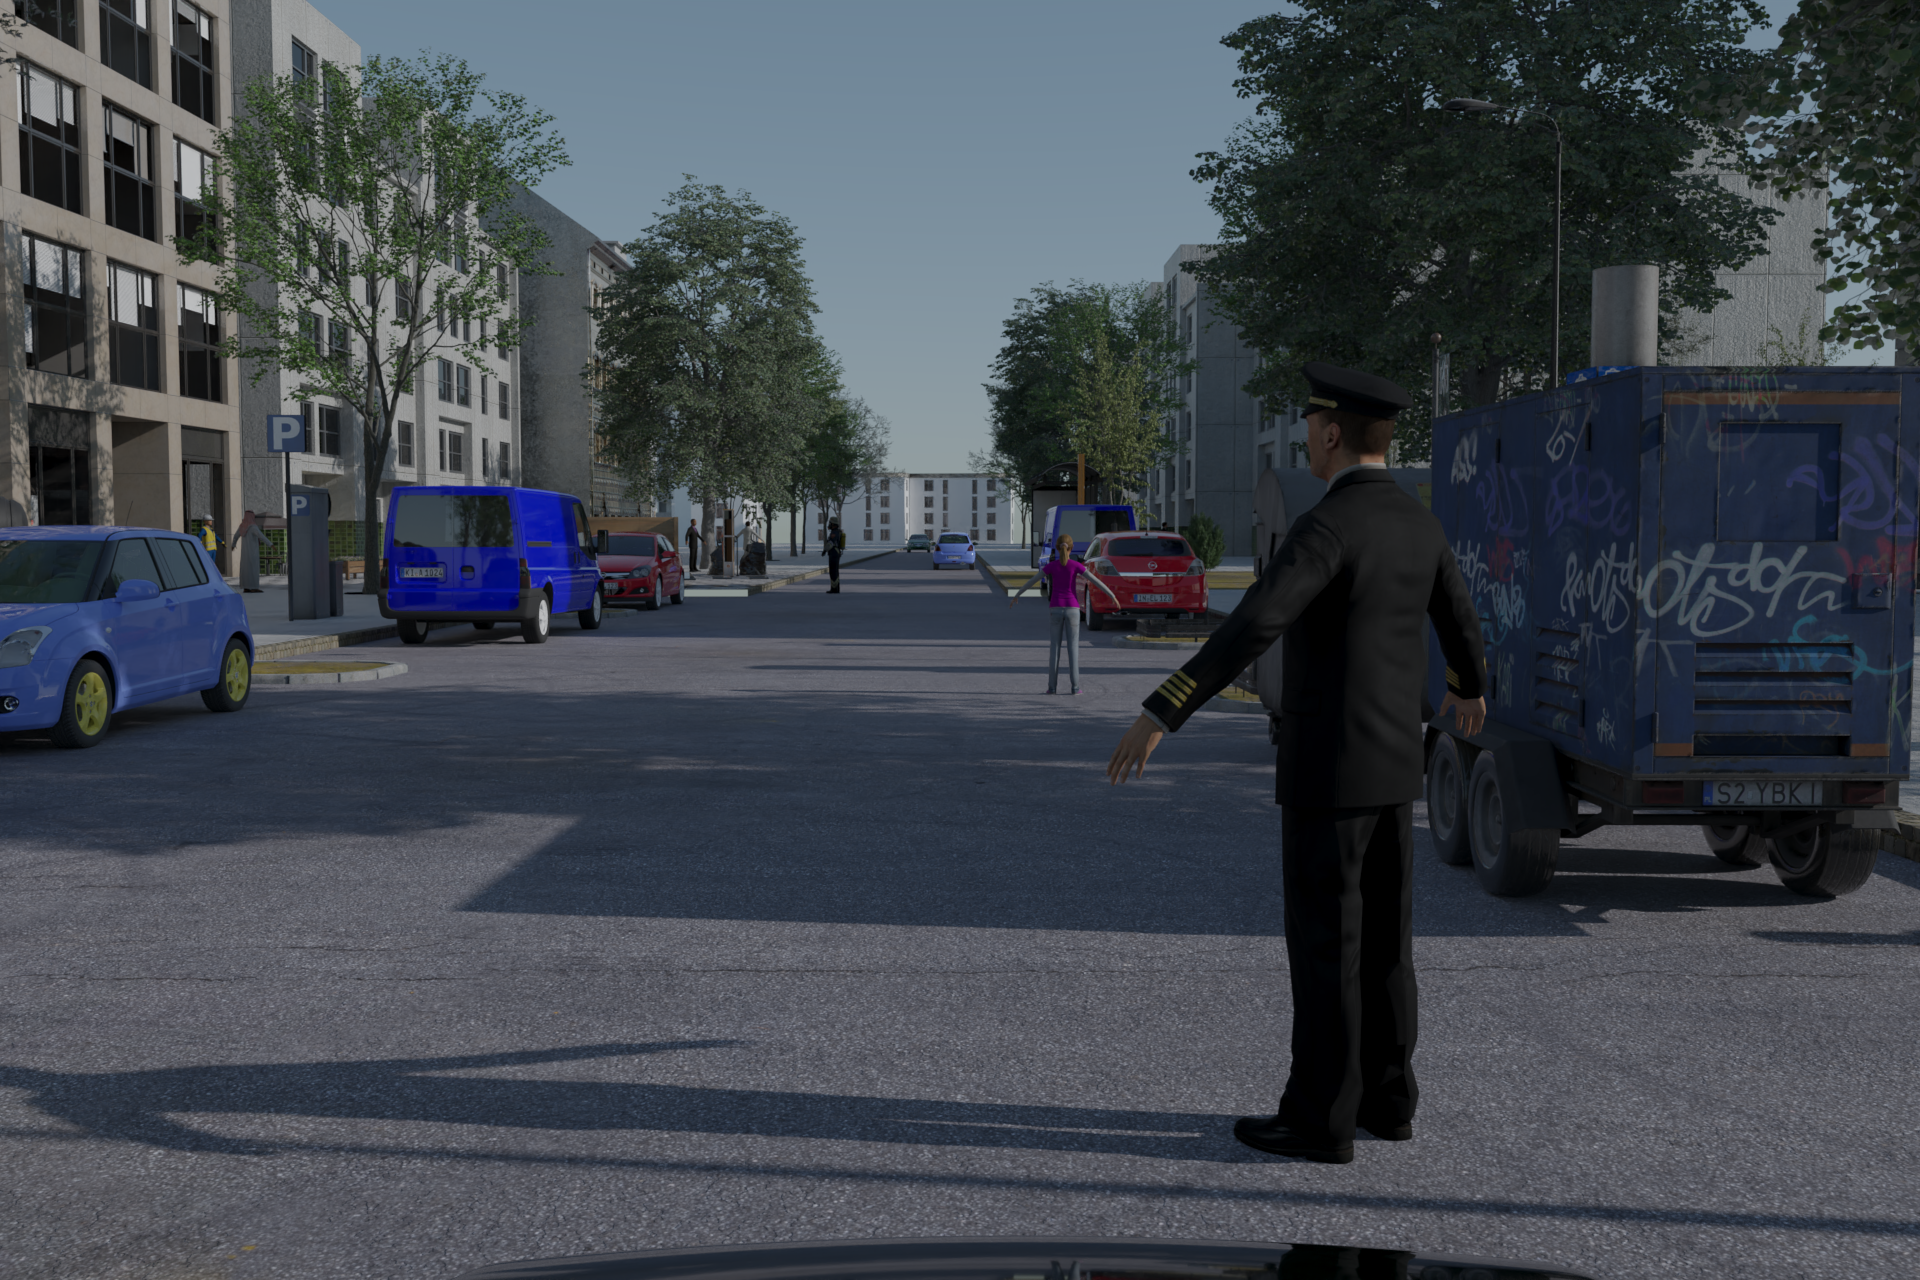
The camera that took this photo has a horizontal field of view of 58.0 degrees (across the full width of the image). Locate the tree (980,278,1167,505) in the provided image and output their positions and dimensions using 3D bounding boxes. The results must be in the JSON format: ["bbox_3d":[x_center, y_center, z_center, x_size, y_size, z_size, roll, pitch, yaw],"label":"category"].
[{"bbox_3d":[5.908,-10.980,86.174,9.857,13.997,8.962,0,3,0],"label":"tree"}]

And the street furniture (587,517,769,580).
[{"bbox_3d":[-10.717,-2.317,44.743,11.010,1.723,9.812,-1,4,-10],"label":"street furniture"}]

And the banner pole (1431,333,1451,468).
[{"bbox_3d":[5.921,-1.921,21.426,0.401,3.779,0.863,0,4,0],"label":"banner pole"}]

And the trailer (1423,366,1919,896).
[{"bbox_3d":[2.802,-0.050,7.863,1.471,1.999,3.904,0,4,0],"label":"trailer"}]

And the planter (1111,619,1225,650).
[{"bbox_3d":[2.982,-0.074,22.347,1.991,0.319,1.994,0,4,0],"label":"planter"}]

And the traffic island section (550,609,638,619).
[{"bbox_3d":[-6.730,-0.456,30.327,1.991,0.108,1.994,0,4,1],"label":"traffic island section"}]

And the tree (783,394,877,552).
[{"bbox_3d":[-9.696,-12.150,124.410,9.928,11.665,9.643,0,3,0],"label":"tree"}]

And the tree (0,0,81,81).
[{"bbox_3d":[-12.206,-6.200,11.735,12.009,13.543,11.850,0,3,0],"label":"tree"}]

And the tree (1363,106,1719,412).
[{"bbox_3d":[15.825,-8.463,48.741,12.009,13.543,11.850,0,3,0],"label":"tree"}]

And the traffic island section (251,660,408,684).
[{"bbox_3d":[-6.732,0.327,17.518,1.991,0.108,1.994,0,4,0],"label":"traffic island section"}]

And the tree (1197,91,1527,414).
[{"bbox_3d":[8.988,-6.940,39.220,9.928,11.665,9.643,0,3,0],"label":"tree"}]

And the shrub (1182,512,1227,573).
[{"bbox_3d":[8.013,-3.284,57.739,1.661,2.075,1.752,0,3,0],"label":"shrub"}]

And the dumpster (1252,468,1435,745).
[{"bbox_3d":[2.864,-0.186,11.262,1.865,1.857,1.264,0,4,-1],"label":"dumpster"}]

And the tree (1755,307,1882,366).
[{"bbox_3d":[27.982,-6.538,57.260,4.737,8.622,4.395,0,3,0],"label":"tree"}]

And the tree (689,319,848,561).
[{"bbox_3d":[-9.173,-9.574,82.295,9.928,11.665,9.643,0,3,0],"label":"tree"}]

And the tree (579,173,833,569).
[{"bbox_3d":[-9.142,-9.568,63.085,9.857,13.997,8.962,0,3,0],"label":"tree"}]

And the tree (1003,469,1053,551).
[{"bbox_3d":[5.294,-10.906,128.669,4.737,8.622,4.395,0,3,0],"label":"tree"}]

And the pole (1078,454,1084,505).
[{"bbox_3d":[3.085,-3.081,44.220,0.158,3.312,0.155,0,3,0],"label":"pole"}]

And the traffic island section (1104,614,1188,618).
[{"bbox_3d":[2.964,-0.473,30.596,1.991,0.108,1.994,0,4,0],"label":"traffic island section"}]

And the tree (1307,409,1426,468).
[{"bbox_3d":[14.080,-6.556,57.561,4.360,8.622,3.978,0,3,0],"label":"tree"}]

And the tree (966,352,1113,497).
[{"bbox_3d":[6.002,-12.196,109.770,12.009,13.543,11.850,0,3,0],"label":"tree"}]

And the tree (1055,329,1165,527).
[{"bbox_3d":[5.510,-6.808,61.665,4.737,8.622,4.395,0,3,0],"label":"tree"}]

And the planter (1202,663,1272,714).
[{"bbox_3d":[2.997,0.397,14.655,1.991,0.319,1.994,0,4,-1],"label":"planter"}]

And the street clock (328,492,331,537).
[{"bbox_3d":[-10.545,-1.467,28.558,0.358,2.002,0.471,0,4,1],"label":"street clock"}]

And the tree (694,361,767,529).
[{"bbox_3d":[-9.708,-7.538,73.611,4.737,8.622,4.395,0,3,0],"label":"tree"}]

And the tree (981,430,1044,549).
[{"bbox_3d":[5.440,-13.489,146.299,9.928,11.665,9.643,0,3,0],"label":"tree"}]

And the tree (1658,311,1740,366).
[{"bbox_3d":[22.561,-6.499,56.625,4.360,8.622,3.978,0,3,0],"label":"tree"}]

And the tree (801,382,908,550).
[{"bbox_3d":[-9.834,-14.077,140.531,12.009,13.543,11.850,0,3,0],"label":"tree"}]

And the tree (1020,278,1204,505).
[{"bbox_3d":[6.058,-8.875,70.867,9.928,11.665,9.643,0,3,0],"label":"tree"}]

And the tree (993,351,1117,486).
[{"bbox_3d":[5.481,-10.474,97.013,9.928,11.665,9.643,0,3,0],"label":"tree"}]

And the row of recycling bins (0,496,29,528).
[{"bbox_3d":[-9.593,-0.526,15.721,1.069,1.692,3.534,0,4,1],"label":"row of recycling bins"}]

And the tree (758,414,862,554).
[{"bbox_3d":[-9.797,-10.837,111.597,7.601,10.594,8.767,-2,4,-26],"label":"tree"}]

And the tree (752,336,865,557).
[{"bbox_3d":[-9.277,-11.014,98.198,7.486,12.596,7.792,0,3,0],"label":"tree"}]

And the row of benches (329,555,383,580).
[{"bbox_3d":[-17.014,-2.113,50.007,1.422,0.672,4.104,1,4,9],"label":"row of benches"}]

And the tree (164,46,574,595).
[{"bbox_3d":[-12.358,-6.780,36.605,9.928,11.665,9.643,0,3,0],"label":"tree"}]
